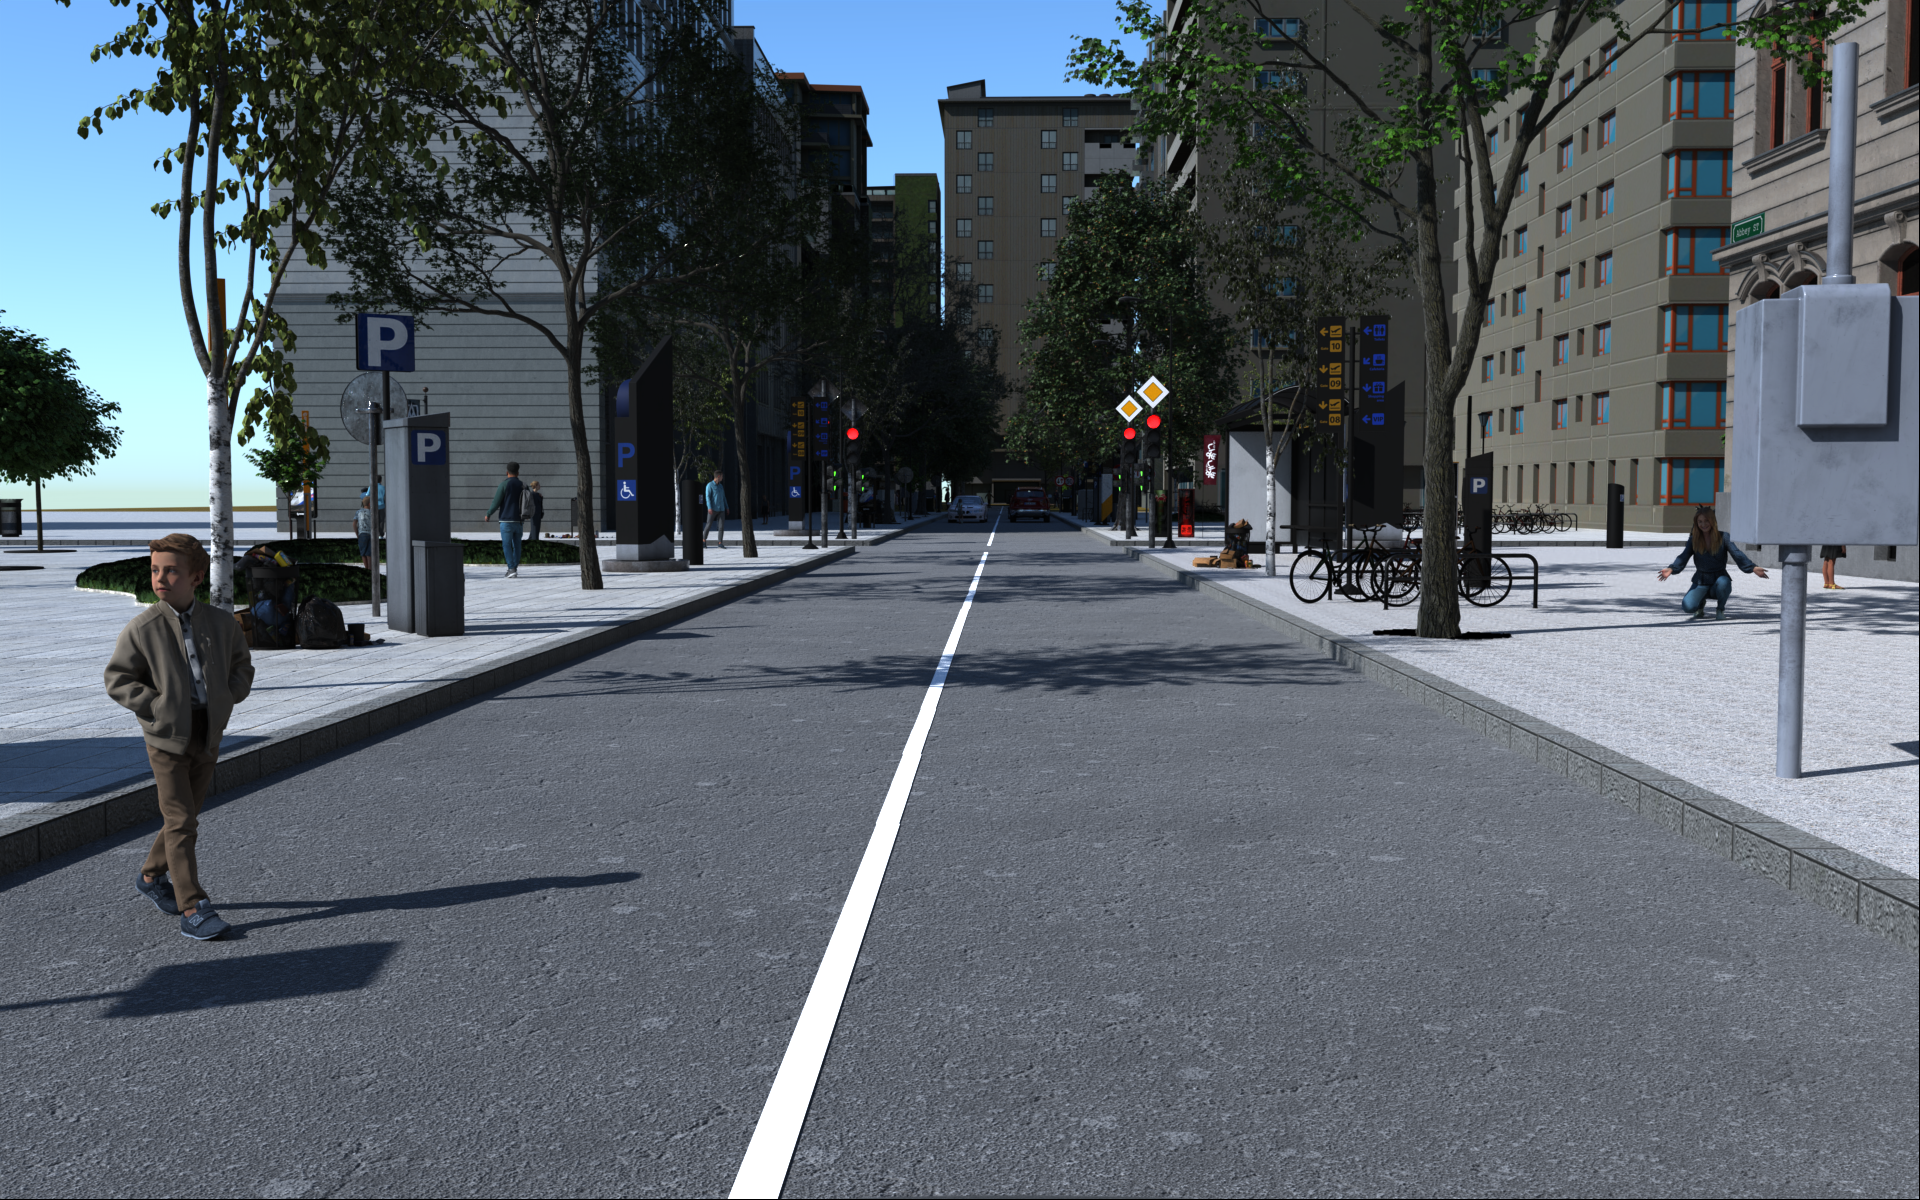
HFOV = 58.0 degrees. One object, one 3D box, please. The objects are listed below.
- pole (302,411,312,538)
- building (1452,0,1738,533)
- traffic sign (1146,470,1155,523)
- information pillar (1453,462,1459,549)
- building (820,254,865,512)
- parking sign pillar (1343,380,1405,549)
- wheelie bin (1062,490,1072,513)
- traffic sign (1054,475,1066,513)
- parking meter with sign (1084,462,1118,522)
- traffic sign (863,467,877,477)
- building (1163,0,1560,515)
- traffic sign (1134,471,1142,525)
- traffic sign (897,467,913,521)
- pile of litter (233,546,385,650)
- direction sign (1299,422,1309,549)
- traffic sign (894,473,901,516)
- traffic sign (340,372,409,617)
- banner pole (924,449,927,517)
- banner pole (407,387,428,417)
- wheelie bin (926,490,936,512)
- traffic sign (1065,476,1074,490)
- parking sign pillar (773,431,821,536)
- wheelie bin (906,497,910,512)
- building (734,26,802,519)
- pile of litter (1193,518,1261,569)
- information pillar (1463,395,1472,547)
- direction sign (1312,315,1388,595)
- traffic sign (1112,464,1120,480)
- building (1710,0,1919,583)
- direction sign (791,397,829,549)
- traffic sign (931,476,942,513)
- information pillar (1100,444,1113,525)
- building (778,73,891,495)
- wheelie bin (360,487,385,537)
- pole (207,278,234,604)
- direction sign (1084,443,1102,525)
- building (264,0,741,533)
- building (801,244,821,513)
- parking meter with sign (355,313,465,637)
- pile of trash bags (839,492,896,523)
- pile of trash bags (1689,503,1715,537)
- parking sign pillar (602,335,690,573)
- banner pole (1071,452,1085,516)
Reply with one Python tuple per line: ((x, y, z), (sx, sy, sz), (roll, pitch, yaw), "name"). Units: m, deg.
((-16.016, -2.974, 42.471), (0.158, 3.312, 0.155), (0, 3, 0), "pole")
((37.927, -13.738, 69.663), (28.899, 21.520, 27.650), (0, 4, 2), "building")
((8.329, -4.718, 77.252), (0.768, 2.556, 0.104), (1, 4, 9), "traffic sign")
((11.160, -2.145, 39.561), (0.304, 2.012, 0.304), (-1, 4, -22), "information pillar")
((-22.658, -18.016, 139.600), (27.650, 21.520, 28.899), (0, 4, 2), "building")
((9.887, -3.229, 41.268), (1.447, 3.967, 1.447), (1, 4, 8), "parking sign pillar")
((7.503, -6.880, 120.397), (0.980, 1.594, 0.693), (2, 4, 31), "wheelie bin")
((6.812, -7.207, 117.937), (0.768, 2.556, 0.104), (0, 4, 3), "traffic sign")
((6.467, -5.028, 78.469), (1.738, 3.016, 0.543), (-1, 4, -22), "parking meter with sign")
((-4.335, -5.025, 82.262), (0.768, 2.556, 0.104), (0, 4, 6), "traffic sign")
((24.949, -29.879, 112.223), (21.300, 48.544, 21.600), (0, 4, 2), "building")
((7.253, -4.385, 71.798), (0.768, 2.556, 0.104), (1, 4, 9), "traffic sign")
((-2.562, -4.956, 81.138), (0.768, 2.556, 0.104), (0, 4, 7), "traffic sign")
((-5.793, -0.037, 14.571), (1.719, 0.858, 1.176), (0, 3, 0), "pile of litter")
((8.314, -2.981, 40.743), (0.876, 3.537, 0.379), (3, 4, 38), "direction sign")
((-3.443, -6.111, 100.023), (0.768, 2.556, 0.104), (0, 4, 2), "traffic sign")
((-6.114, -1.099, 18.068), (0.768, 2.556, 0.104), (1, 4, 10), "traffic sign")
((-1.941, -6.530, 96.781), (0.401, 3.779, 0.863), (0, 4, -2), "banner pole")
((-12.618, -3.080, 40.370), (0.401, 3.779, 0.863), (3, 4, 37), "banner pole")
((-2.163, -7.111, 124.167), (0.980, 1.594, 0.693), (1, 4, 11), "wheelie bin")
((7.670, -7.414, 121.325), (0.768, 2.556, 0.104), (0, 4, 6), "traffic sign")
((-5.008, -3.952, 53.090), (1.447, 3.967, 1.447), (0, 4, -1), "parking sign pillar")
((-3.585, -7.086, 123.766), (0.693, 1.594, 0.980), (2, 4, 26), "wheelie bin")
((-16.132, -17.122, 97.971), (12.078, 24.808, 19.932), (0, 4, 2), "building")
((4.659, -1.002, 30.341), (1.176, 0.858, 1.719), (0, 4, 1), "pile of litter")
((12.153, -3.061, 41.408), (0.183, 3.616, 0.504), (1, 4, 14), "information pillar")
((4.987, -1.841, 22.095), (0.876, 3.537, 0.379), (1, 4, 17), "direction sign")
((6.751, -4.433, 72.585), (0.768, 2.556, 0.104), (1, 4, 10), "traffic sign")
((19.948, -14.234, 20.116), (14.401, 28.519, 23.554), (0, 4, 2), "building")
((-3.494, -2.957, 40.346), (0.876, 3.537, 0.379), (0, 4, -8), "direction sign")
((-1.631, -7.291, 119.314), (0.768, 2.556, 0.104), (0, 4, 4), "traffic sign")
((6.014, -4.871, 70.991), (0.504, 3.616, 0.183), (-2, 4, -26), "information pillar")
((-22.410, -32.201, 181.107), (28.867, 44.769, 22.147), (0, 4, 2), "building")
((-17.116, -2.605, 50.501), (0.693, 1.594, 0.980), (-1, 4, -16), "wheelie bin")
((-7.045, -1.385, 16.494), (0.158, 3.312, 0.155), (0, 3, 0), "pole")
((6.146, -5.350, 79.471), (0.876, 3.537, 0.379), (0, 4, 1), "direction sign")
((-16.960, -17.995, 71.707), (11.434, 29.767, 29.804), (0, 4, 2), "building")
((-16.370, -17.522, 116.161), (12.332, 23.373, 15.834), (0, 4, 2), "building")
((-5.104, -1.221, 16.221), (0.543, 3.016, 1.738), (-2, 4, -35), "parking meter with sign")
((-4.324, -4.114, 77.016), (1.912, 1.369, 3.447), (2, 4, 27), "pile of trash bags")
((18.607, -1.828, 39.635), (3.447, 1.369, 1.912), (1, 4, 13), "pile of trash bags")
((-5.261, -2.472, 28.896), (1.447, 3.967, 1.447), (1, 4, 17), "parking sign pillar")
((6.932, -6.818, 101.483), (0.863, 3.779, 0.401), (0, 4, 2), "banner pole")
